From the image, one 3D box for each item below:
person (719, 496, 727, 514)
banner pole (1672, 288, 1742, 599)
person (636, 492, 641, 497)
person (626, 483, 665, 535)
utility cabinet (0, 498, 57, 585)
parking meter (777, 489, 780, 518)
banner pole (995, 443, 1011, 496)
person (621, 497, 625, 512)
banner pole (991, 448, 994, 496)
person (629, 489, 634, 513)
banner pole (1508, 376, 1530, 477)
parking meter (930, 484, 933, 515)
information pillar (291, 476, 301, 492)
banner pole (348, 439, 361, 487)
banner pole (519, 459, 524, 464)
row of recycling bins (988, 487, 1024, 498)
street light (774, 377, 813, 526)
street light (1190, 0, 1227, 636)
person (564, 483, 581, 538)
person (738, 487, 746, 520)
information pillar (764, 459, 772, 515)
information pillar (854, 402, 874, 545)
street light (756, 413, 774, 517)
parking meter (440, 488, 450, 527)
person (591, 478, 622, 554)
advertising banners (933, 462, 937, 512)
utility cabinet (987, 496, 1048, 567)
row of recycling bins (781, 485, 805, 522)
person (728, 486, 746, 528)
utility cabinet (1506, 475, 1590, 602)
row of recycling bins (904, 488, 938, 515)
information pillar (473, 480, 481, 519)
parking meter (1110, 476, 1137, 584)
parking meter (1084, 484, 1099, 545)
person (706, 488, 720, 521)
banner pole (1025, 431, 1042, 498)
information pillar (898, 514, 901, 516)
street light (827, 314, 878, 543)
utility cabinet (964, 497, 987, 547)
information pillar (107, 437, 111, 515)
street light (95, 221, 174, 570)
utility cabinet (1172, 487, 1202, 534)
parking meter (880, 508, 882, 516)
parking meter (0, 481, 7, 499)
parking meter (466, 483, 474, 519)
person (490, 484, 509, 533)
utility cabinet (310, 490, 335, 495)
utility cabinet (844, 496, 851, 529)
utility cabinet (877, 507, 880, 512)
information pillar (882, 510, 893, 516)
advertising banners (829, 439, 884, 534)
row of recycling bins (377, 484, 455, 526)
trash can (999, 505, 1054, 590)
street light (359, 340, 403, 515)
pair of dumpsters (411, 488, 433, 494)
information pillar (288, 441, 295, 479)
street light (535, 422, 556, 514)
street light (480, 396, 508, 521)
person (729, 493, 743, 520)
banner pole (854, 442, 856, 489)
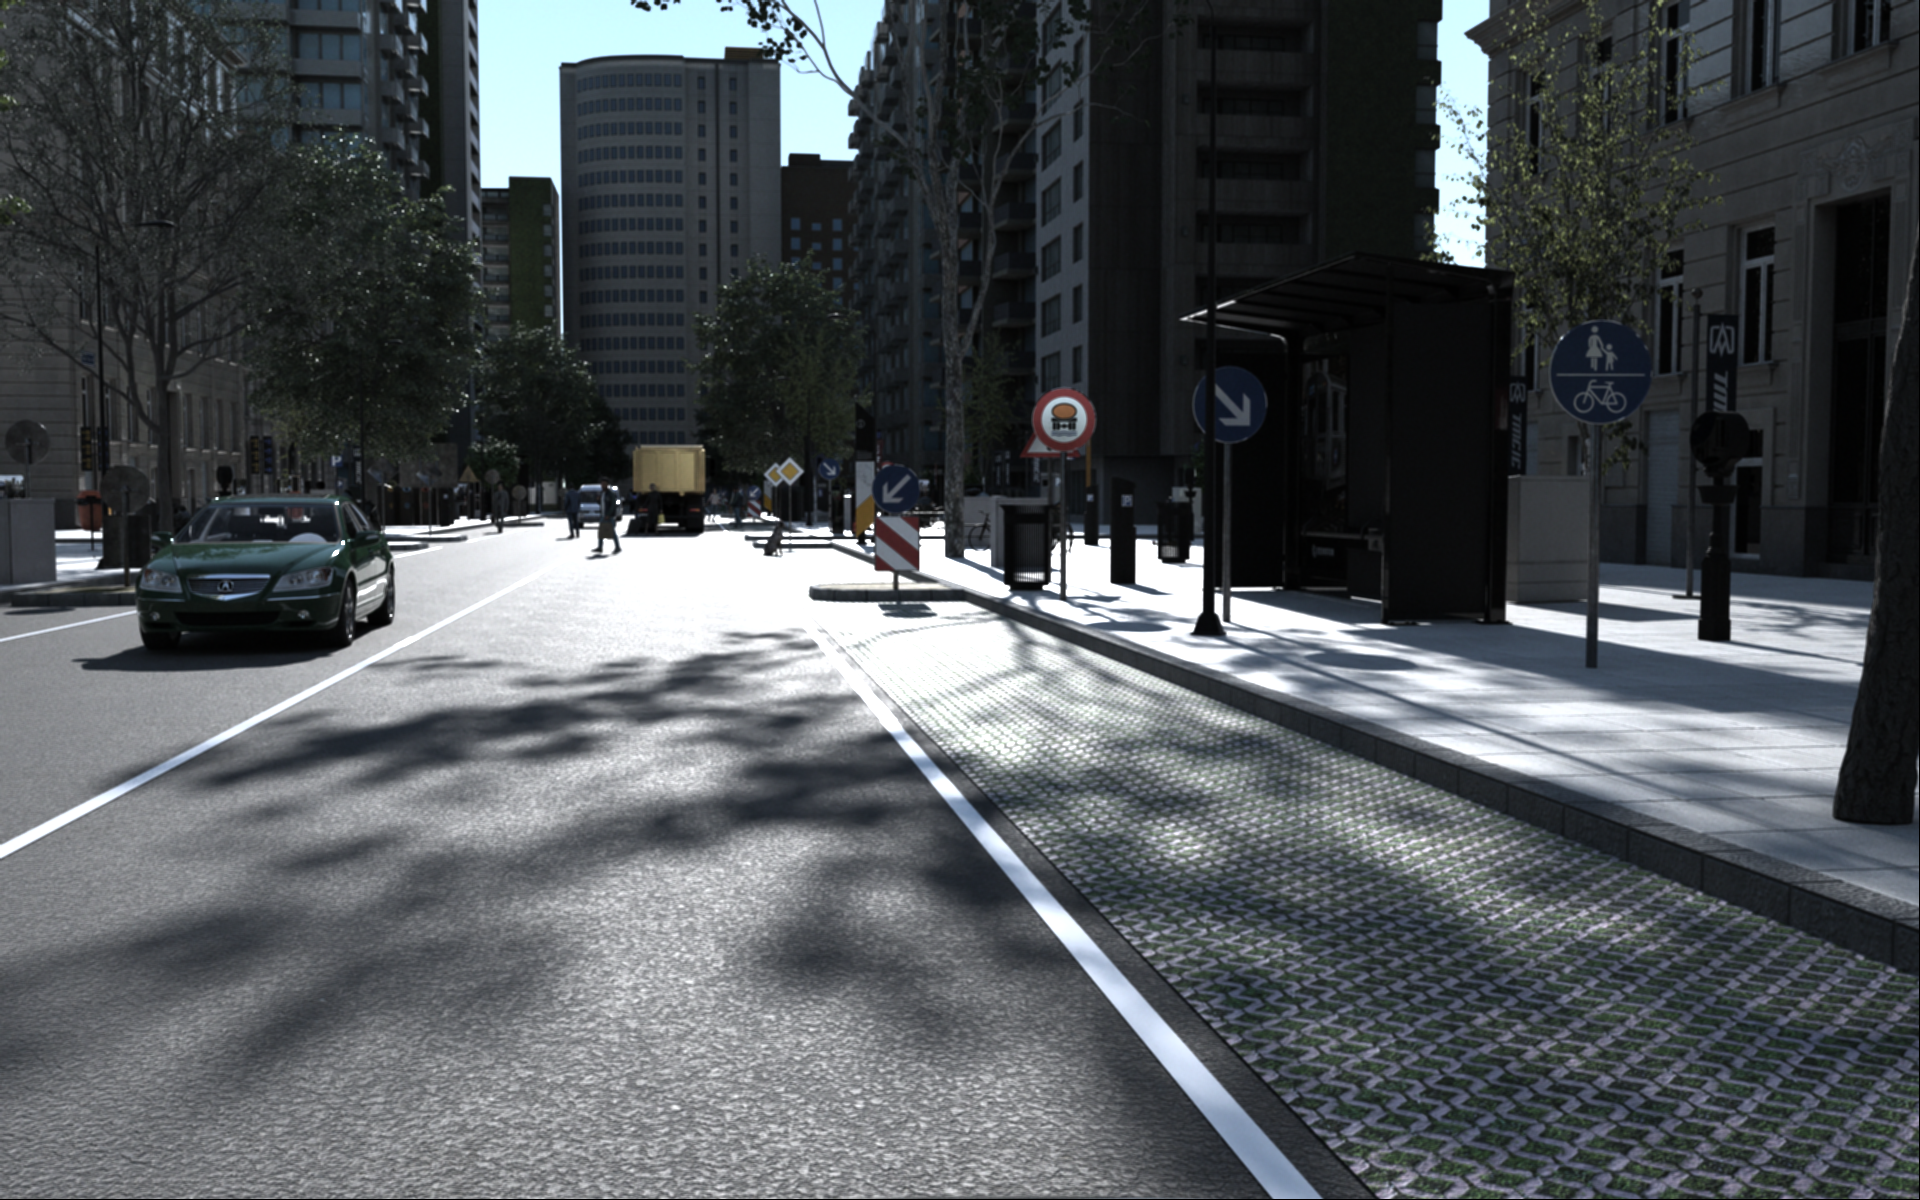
[{"bbox_3d":[-17.157,-6.884,125.301,0.590,1.304,0.306,2,4,29],"label":"person"},{"bbox_3d":[9.183,-1.909,21.237,0.863,3.779,0.401,-1,4,-17],"label":"banner pole"},{"bbox_3d":[-16.463,-4.941,89.469,0.473,1.802,0.592,2,4,27],"label":"person"},{"bbox_3d":[-10.979,-3.177,60.666,1.509,1.804,0.699,3,5,44],"label":"person"},{"bbox_3d":[-13.512,-0.847,25.008,0.306,1.237,1.020,0,4,7],"label":"utility cabinet"},{"bbox_3d":[-9.818,-5.250,94.246,0.372,1.533,0.369,0,3,0],"label":"parking meter"},{"bbox_3d":[2.236,-5.764,84.259,0.401,3.779,0.863,-2,4,-31],"label":"banner pole"},{"bbox_3d":[-27.766,-7.946,141.643,0.697,1.427,0.421,2,4,26],"label":"person"},{"bbox_3d":[1.938,-6.308,93.152,0.863,3.779,0.401,-2,4,-34],"label":"banner pole"},{"bbox_3d":[-25.014,-7.546,131.868,0.705,1.826,1.348,-1,4,-12],"label":"person"},{"bbox_3d":[10.239,-2.584,32.271,0.863,3.779,0.401,-1,4,-23],"label":"banner pole"},{"bbox_3d":[-1.650,-5.546,96.383,0.255,1.863,0.399,0,4,-7],"label":"parking meter"},{"bbox_3d":[-26.916,-4.021,70.241,0.304,2.012,0.304,-1,4,-11],"label":"information pillar"},{"bbox_3d":[-27.598,-5.444,79.028,0.863,3.779,0.401,-1,4,-20],"label":"banner pole"},{"bbox_3d":[-28.857,-7.576,113.879,0.401,3.779,0.863,1,4,14],"label":"banner pole"},{"bbox_3d":[2.661,-5.567,98.128,1.069,1.692,3.534,2,4,29],"label":"row of recycling bins"},{"bbox_3d":[-6.563,-5.902,69.046,1.470,5.913,1.316,-1,4,-9],"label":"street light"},{"bbox_3d":[1.735,-2.632,15.574,1.470,5.913,1.316,-1,4,-9],"label":"street light"},{"bbox_3d":[-12.727,-2.952,56.955,0.419,1.800,0.721,3,4,37],"label":"person"},{"bbox_3d":[-12.210,-5.361,96.178,0.660,1.820,0.620,3,4,38],"label":"person"},{"bbox_3d":[-11.707,-6.982,105.509,0.504,3.616,0.183,-2,4,-28],"label":"information pillar"},{"bbox_3d":[-2.422,-3.214,43.911,0.504,3.616,0.183,1,4,15],"label":"information pillar"},{"bbox_3d":[-11.095,-7.700,98.443,1.470,5.913,1.316,-1,4,-9],"label":"street light"},{"bbox_3d":[-20.316,-3.663,68.305,0.372,1.533,0.369,0,3,0],"label":"parking meter"},{"bbox_3d":[-8.420,-2.009,41.333,0.713,1.824,0.794,-2,4,-29],"label":"person"},{"bbox_3d":[-1.483,-6.164,96.966,0.090,3.025,2.074,-1,4,-10],"label":"advertising banners"},{"bbox_3d":[1.044,-1.190,30.616,1.020,1.237,0.306,-2,4,-24],"label":"utility cabinet"},{"bbox_3d":[-7.824,-4.605,82.407,1.069,1.692,3.534,0,4,4],"label":"row of recycling bins"},{"bbox_3d":[-9.263,-3.858,71.919,0.721,1.781,0.623,0,4,-5],"label":"person"},{"bbox_3d":[6.970,-0.725,20.535,1.173,1.500,0.318,-2,4,-25],"label":"utility cabinet"},{"bbox_3d":[-2.925,-6.062,106.231,3.534,1.692,1.069,-2,4,-33],"label":"row of recycling bins"},{"bbox_3d":[-24.903,-5.186,89.281,0.304,2.012,0.304,-2,4,-28],"label":"information pillar"},{"bbox_3d":[2.337,-1.003,24.808,0.372,1.533,0.369,0,3,0],"label":"parking meter"},{"bbox_3d":[3.297,-2.142,43.441,0.372,1.533,0.369,0,3,0],"label":"parking meter"},{"bbox_3d":[-13.007,-4.983,90.651,0.731,1.740,0.598,-3,5,-42],"label":"person"},{"bbox_3d":[2.901,-4.846,69.256,0.863,3.779,0.401,0,4,1],"label":"banner pole"},{"bbox_3d":[-2.531,-3.990,69.724,0.304,2.012,0.304,-2,4,-24],"label":"information pillar"},{"bbox_3d":[-2.742,-4.431,44.980,1.470,5.913,1.316,-1,4,-9],"label":"street light"},{"bbox_3d":[0.253,-1.888,42.033,1.020,1.237,0.306,-1,4,-9],"label":"utility cabinet"},{"bbox_3d":[-30.371,-4.303,61.704,0.183,3.616,0.504,-1,4,-14],"label":"information pillar"},{"bbox_3d":[-14.052,-3.484,29.512,1.470,5.913,1.316,-1,4,-9],"label":"street light"},{"bbox_3d":[7.298,-2.874,55.663,0.318,1.500,1.173,3,5,45],"label":"utility cabinet"},{"bbox_3d":[-3.876,-4.873,88.090,0.372,1.533,0.369,0,3,0],"label":"parking meter"},{"bbox_3d":[-18.023,-1.466,32.380,0.372,1.533,0.369,0,3,0],"label":"parking meter"},{"bbox_3d":[-25.114,-5.080,88.766,0.399,1.863,0.255,-1,4,-18],"label":"parking meter"},{"bbox_3d":[-17.132,-3.414,64.418,0.694,1.812,0.767,0,4,4],"label":"person"},{"bbox_3d":[-31.507,-4.711,85.709,1.173,1.500,0.318,-2,4,-28],"label":"utility cabinet"},{"bbox_3d":[-3.866,-3.172,63.019,1.020,1.237,0.306,1,4,20],"label":"utility cabinet"},{"bbox_3d":[-5.739,-6.901,121.505,1.173,1.500,0.318,-2,4,-33],"label":"utility cabinet"},{"bbox_3d":[-2.358,-3.214,57.043,0.304,2.012,0.304,2,4,30],"label":"information pillar"},{"bbox_3d":[-3.304,-3.620,55.373,2.074,3.025,0.090,2,4,29],"label":"advertising banners"},{"bbox_3d":[-22.596,-3.936,71.464,1.069,1.692,3.534,3,5,45],"label":"row of recycling bins"},{"bbox_3d":[0.891,-0.708,23.231,0.748,1.137,0.748,0,3,0],"label":"trash can"},{"bbox_3d":[-17.514,-4.881,52.354,1.470,5.913,1.316,-1,4,-9],"label":"street light"},{"bbox_3d":[-25.592,-4.898,82.568,1.574,2.255,4.437,-1,4,-9],"label":"pair of dumpsters"},{"bbox_3d":[-29.676,-5.236,76.955,0.183,3.616,0.504,0,4,1],"label":"information pillar"},{"bbox_3d":[-26.728,-8.514,111.751,1.470,5.913,1.316,-1,4,-9],"label":"street light"},{"bbox_3d":[-22.148,-6.714,82.308,1.470,5.913,1.316,-1,4,-9],"label":"street light"},{"bbox_3d":[-12.253,-5.228,94.465,0.782,1.767,0.515,2,4,29],"label":"person"},{"bbox_3d":[-4.996,-5.717,83.488,0.401,3.779,0.863,-1,4,-16],"label":"banner pole"}]
